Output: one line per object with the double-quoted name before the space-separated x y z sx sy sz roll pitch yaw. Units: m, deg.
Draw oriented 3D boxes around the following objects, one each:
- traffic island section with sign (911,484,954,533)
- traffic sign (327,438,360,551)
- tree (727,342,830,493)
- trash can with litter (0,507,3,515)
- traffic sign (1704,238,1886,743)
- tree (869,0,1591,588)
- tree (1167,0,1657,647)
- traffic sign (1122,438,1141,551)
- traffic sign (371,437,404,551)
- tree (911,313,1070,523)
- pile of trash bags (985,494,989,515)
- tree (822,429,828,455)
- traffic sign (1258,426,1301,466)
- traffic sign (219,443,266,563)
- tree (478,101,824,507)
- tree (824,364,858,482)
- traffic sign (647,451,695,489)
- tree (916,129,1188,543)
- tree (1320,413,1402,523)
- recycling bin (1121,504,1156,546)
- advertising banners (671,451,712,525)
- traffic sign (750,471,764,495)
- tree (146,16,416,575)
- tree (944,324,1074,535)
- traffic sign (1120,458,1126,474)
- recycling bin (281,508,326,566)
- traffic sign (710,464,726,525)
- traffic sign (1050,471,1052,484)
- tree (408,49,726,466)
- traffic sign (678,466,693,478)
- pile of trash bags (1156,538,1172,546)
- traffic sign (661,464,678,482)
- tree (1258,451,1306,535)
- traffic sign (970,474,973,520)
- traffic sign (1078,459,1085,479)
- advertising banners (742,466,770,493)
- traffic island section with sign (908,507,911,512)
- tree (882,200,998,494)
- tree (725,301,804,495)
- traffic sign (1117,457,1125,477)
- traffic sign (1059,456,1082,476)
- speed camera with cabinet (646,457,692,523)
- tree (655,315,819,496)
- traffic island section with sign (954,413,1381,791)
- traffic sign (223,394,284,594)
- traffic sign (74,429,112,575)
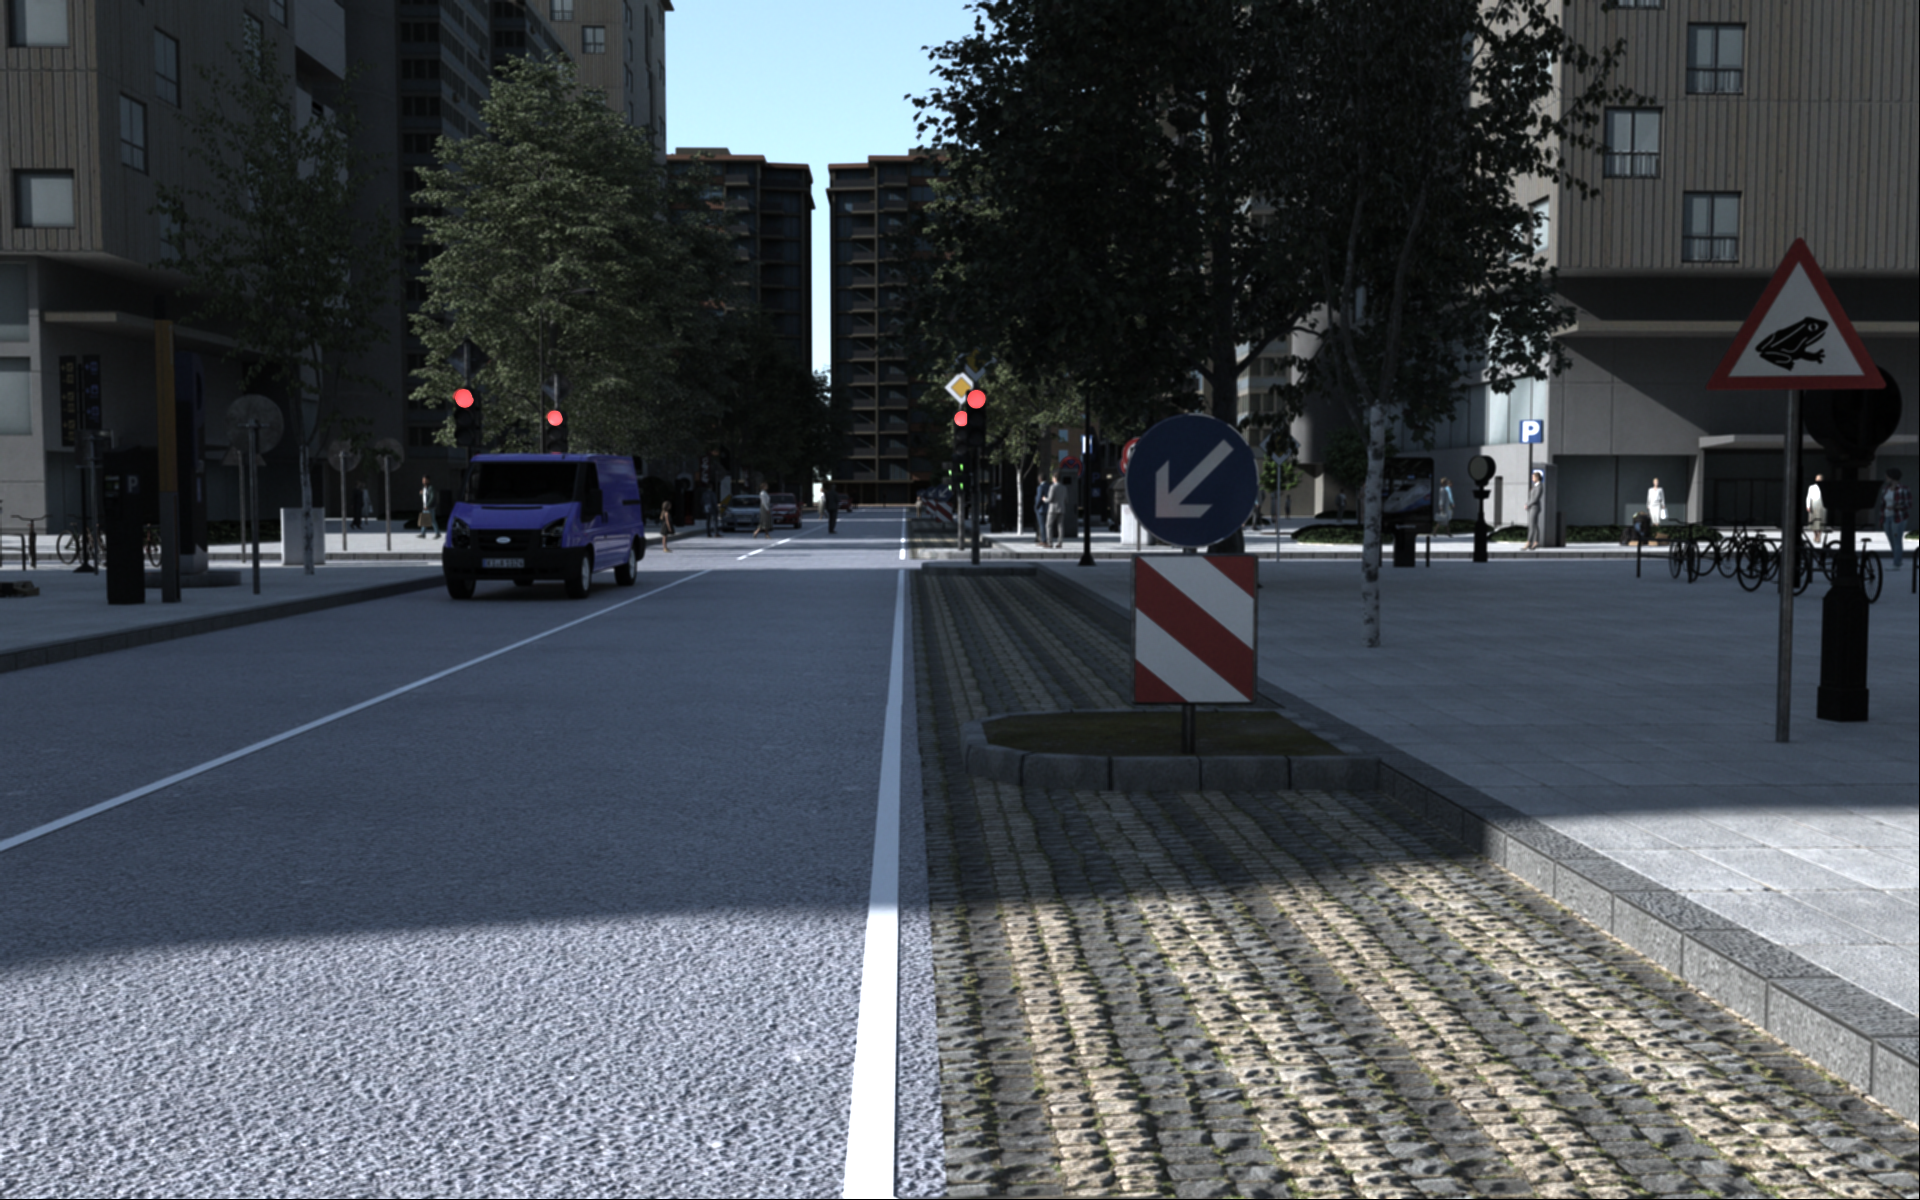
"traffic island section with sign" -0.716 -3.391 64.069 1.989 1.847 2.006 0 4 -2
"traffic sign" -13.906 -2.383 39.072 0.768 2.556 0.104 0 4 5
"tree" -13.451 -12.938 128.546 9.611 12.733 9.660 0 3 0
"trash can with litter" -23.344 -1.850 41.639 0.624 1.170 1.055 -2 4 -30
"traffic sign" 4.258 -0.544 8.891 0.884 2.594 0.081 0 4 5
"tree" 3.535 -6.514 23.519 9.611 12.733 9.660 0 3 0
"tree" 3.596 -3.922 14.489 4.360 8.622 3.978 0 3 0
"traffic sign" 4.026 -2.376 38.954 0.768 2.556 0.104 0 4 6
"traffic sign" -12.890 -2.380 39.013 0.768 2.556 0.104 0 4 5
"tree" 1.510 -9.219 76.490 9.928 11.665 9.643 0 3 0
"pile of trash bags" 3.188 -5.849 105.387 3.447 1.369 1.912 0 4 7
"tree" -13.130 -11.941 145.591 4.737 8.622 4.395 0 3 0
"traffic sign" 6.005 -2.004 32.502 0.795 2.593 0.064 0 3 0
"traffic sign" -13.298 -1.963 32.094 0.884 2.594 0.081 0 4 3
"tree" -11.108 -9.153 56.305 9.857 13.997 8.962 0 3 0
"tree" -14.860 -16.115 170.142 9.857 13.997 8.962 0 3 0
"traffic sign" -13.616 -5.366 81.613 2.265 3.308 0.079 0 4 4
"tree" 2.652 -7.792 45.532 7.486 12.596 7.792 0 3 0
"tree" 16.195 -5.269 69.855 4.285 4.588 4.351 0 3 0
"recycling bin" 4.439 -1.864 43.029 0.722 1.027 0.722 1 4 21
"advertising banners" -11.196 -4.587 71.190 2.074 3.025 0.090 0 4 6
"traffic sign" -11.363 -5.930 97.069 0.768 2.556 0.104 0 4 -1
"tree" -10.360 -4.695 27.126 4.737 8.622 4.395 0 3 0
"tree" 1.936 -6.360 54.349 4.737 8.622 4.395 0 3 0
"traffic sign" 5.203 -3.184 52.162 0.768 2.556 0.104 0 4 7
"recycling bin" -11.890 -1.151 31.375 0.722 1.027 0.722 -1 4 -19
"traffic sign" -10.229 -4.446 72.799 0.768 2.556 0.104 0 4 2
"traffic sign" 4.706 -5.357 87.684 0.768 2.556 0.104 0 4 -1
"tree" -10.417 -7.758 44.963 7.486 12.596 7.792 0 3 0
"traffic sign" -12.627 -4.856 79.500 0.768 2.556 0.104 0 4 2
"pile of trash bags" 5.880 -2.108 44.216 1.912 1.369 3.447 0 4 -1
"traffic sign" -12.268 -4.461 73.047 0.768 2.556 0.104 0 4 3
"tree" 9.905 -3.678 54.735 1.663 3.219 1.824 0 3 0
"traffic sign" 0.564 -5.121 85.860 0.606 2.300 0.079 0 4 0
"traffic sign" 4.015 -3.728 61.053 0.768 2.556 0.104 0 4 1
"advertising banners" -12.939 -6.985 110.387 2.074 3.025 0.090 -2 4 -34
"traffic island section with sign" -1.591 -5.048 91.160 1.989 1.847 2.006 0 4 -2
"tree" 2.480 -15.093 102.658 12.611 20.169 13.585 0 3 0
"tree" -12.721 -11.272 102.429 7.486 12.596 7.792 0 3 0
"traffic sign" 5.406 -3.379 55.350 0.768 2.556 0.104 0 4 -1
"traffic sign" 3.716 -3.542 58.010 0.768 2.556 0.104 0 4 7
"speed camera with cabinet" -12.843 -5.015 76.330 2.038 3.252 0.660 -1 4 -11
"tree" -11.693 -9.501 89.757 8.767 10.594 7.601 -1 4 -11
"traffic island section with sign" 1.007 -0.038 9.247 1.989 1.847 2.006 0 4 -2
"traffic sign" -9.017 -1.347 22.125 0.768 2.556 0.104 0 4 0
"traffic sign" -13.696 -1.546 27.403 0.606 2.300 0.079 0 4 2
